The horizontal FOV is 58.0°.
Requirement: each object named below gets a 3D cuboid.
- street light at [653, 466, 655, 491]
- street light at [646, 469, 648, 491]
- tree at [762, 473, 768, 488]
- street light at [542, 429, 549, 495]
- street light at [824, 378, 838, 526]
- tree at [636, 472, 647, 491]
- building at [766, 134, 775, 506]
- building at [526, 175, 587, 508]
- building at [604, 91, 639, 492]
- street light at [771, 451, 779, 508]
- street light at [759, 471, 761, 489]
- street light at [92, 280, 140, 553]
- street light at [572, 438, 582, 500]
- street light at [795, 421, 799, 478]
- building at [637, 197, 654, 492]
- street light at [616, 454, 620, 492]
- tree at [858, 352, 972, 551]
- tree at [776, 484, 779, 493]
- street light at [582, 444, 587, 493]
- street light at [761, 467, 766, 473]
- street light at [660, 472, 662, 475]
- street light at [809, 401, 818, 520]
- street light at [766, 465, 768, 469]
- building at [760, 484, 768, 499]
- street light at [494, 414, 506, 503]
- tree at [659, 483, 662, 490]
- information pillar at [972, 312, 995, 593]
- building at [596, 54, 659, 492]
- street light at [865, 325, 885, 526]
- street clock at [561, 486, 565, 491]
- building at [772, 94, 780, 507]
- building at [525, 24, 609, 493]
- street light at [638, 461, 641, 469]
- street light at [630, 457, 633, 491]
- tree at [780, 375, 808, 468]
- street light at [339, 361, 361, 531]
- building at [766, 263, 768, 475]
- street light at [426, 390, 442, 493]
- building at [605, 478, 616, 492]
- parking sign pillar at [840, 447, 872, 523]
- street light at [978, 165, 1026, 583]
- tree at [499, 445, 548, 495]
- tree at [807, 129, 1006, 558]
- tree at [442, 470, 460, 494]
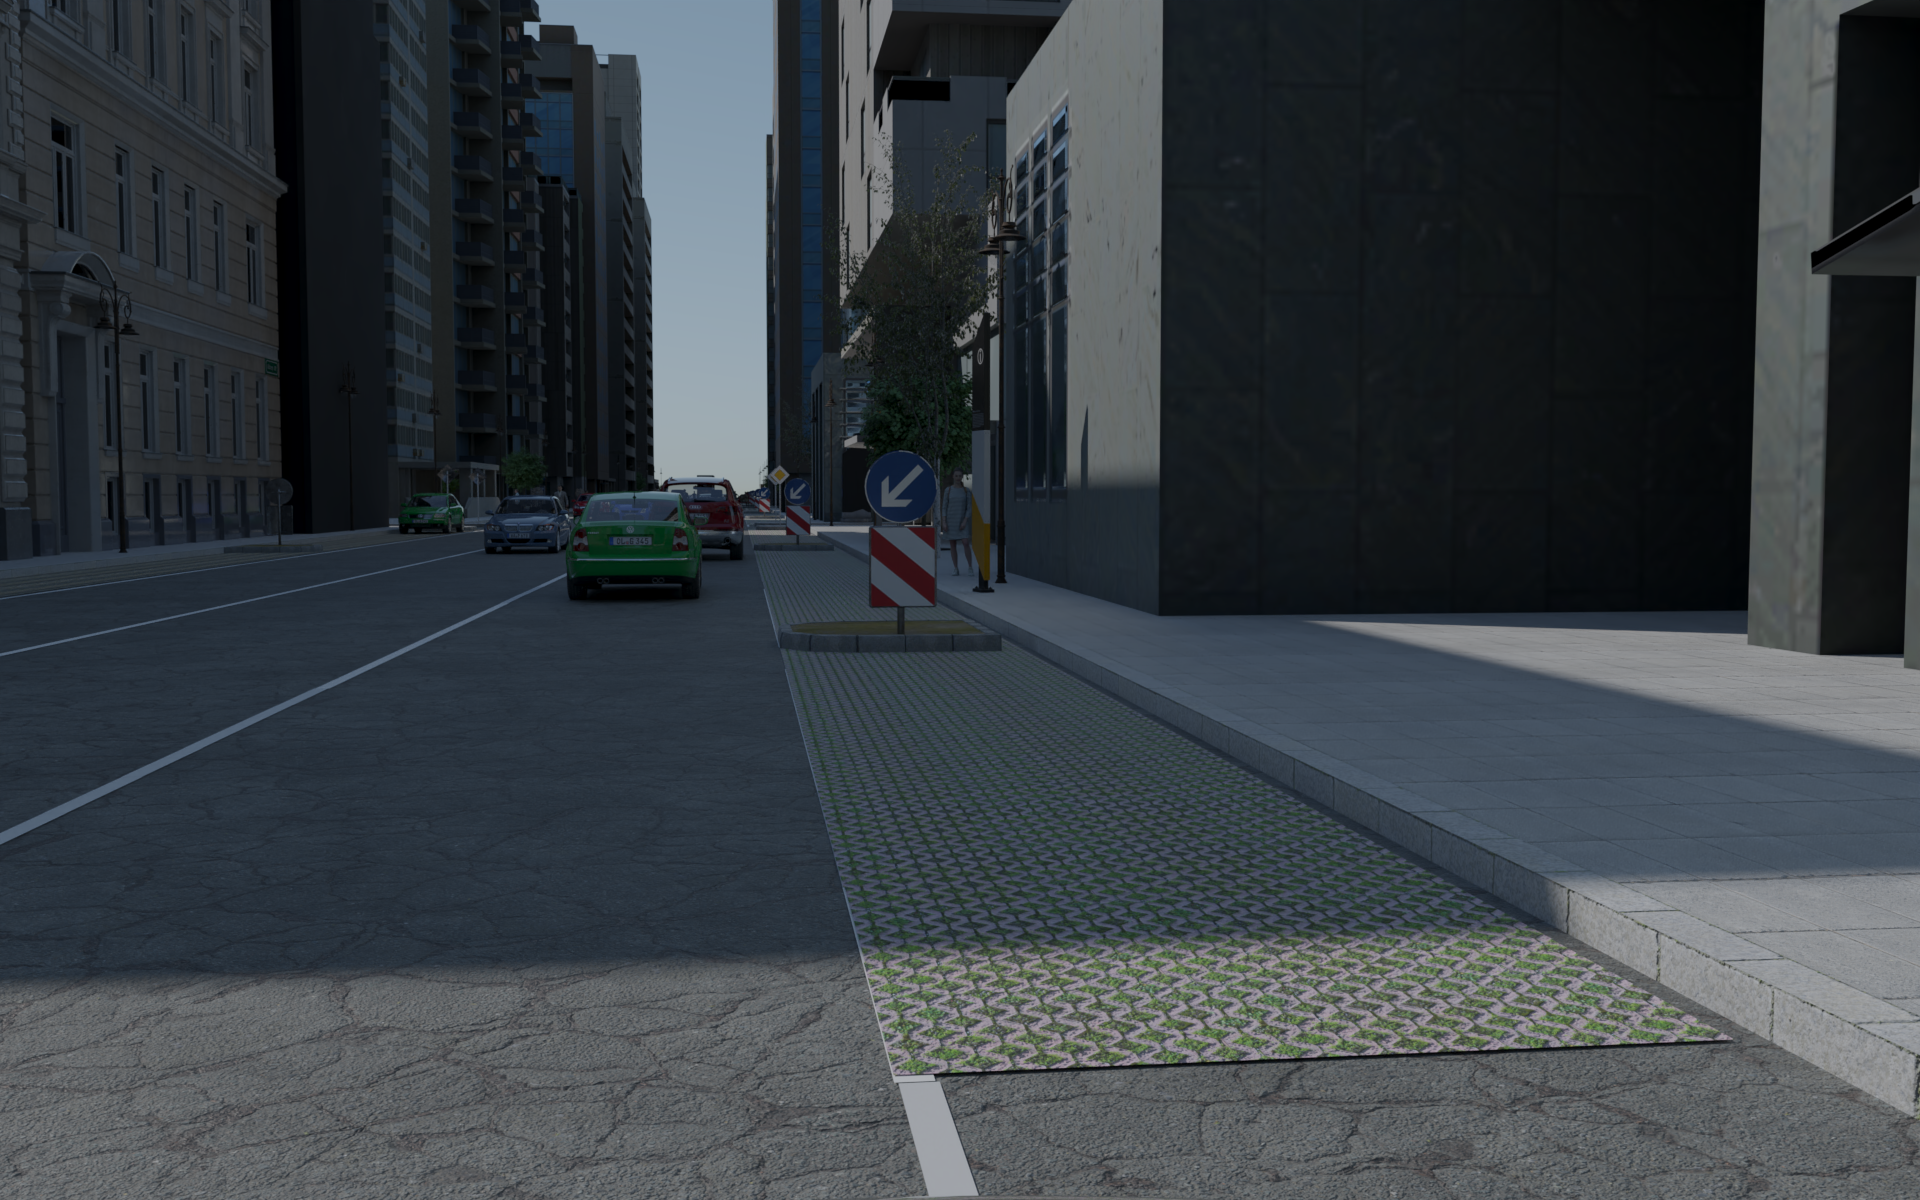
[{"bbox_3d":[-49.206,-18.717,278.816,0.468,5.910,1.993,0,4,-7],"label":"street light"},{"bbox_3d":[-46.297,-17.344,256.358,0.468,5.910,1.993,0,4,-7],"label":"street light"},{"bbox_3d":[-25.261,-15.391,235.363,4.285,4.588,4.351,0,3,0],"label":"tree"},{"bbox_3d":[-29.001,-9.079,121.233,0.468,5.910,1.993,0,4,-7],"label":"street light"},{"bbox_3d":[-5.146,-5.894,69.163,0.468,5.910,1.993,0,4,-7],"label":"street light"},{"bbox_3d":[-42.623,-14.854,226.578,4.285,4.588,4.351,0,3,0],"label":"tree"},{"bbox_3d":[-15.330,-31.620,200.580,14.154,41.232,14.086,0,4,-7],"label":"building"},{"bbox_3d":[-41.555,-23.501,155.940,14.160,30.474,14.107,0,4,-7],"label":"building"},{"bbox_3d":[-51.229,-35.949,211.460,21.300,48.544,21.600,0,4,-7],"label":"building"},{"bbox_3d":[-19.758,-12.881,183.387,0.468,5.910,1.993,0,4,-7],"label":"street light"},{"bbox_3d":[-30.065,-17.847,264.581,0.468,5.910,1.993,0,4,-7],"label":"street light"},{"bbox_3d":[-18.273,-3.966,37.639,0.468,5.910,1.993,0,4,-7],"label":"street light"},{"bbox_3d":[-31.841,-10.420,143.155,0.468,5.910,1.993,0,4,-7],"label":"street light"},{"bbox_3d":[-10.096,-8.271,108.019,0.468,5.910,1.993,0,4,-7],"label":"street light"},{"bbox_3d":[-58.505,-39.288,266.056,21.300,48.544,21.600,0,4,-7],"label":"building"},{"bbox_3d":[-38.618,-13.643,195.850,0.468,5.910,1.993,0,4,-7],"label":"street light"},{"bbox_3d":[-0.866,-3.415,39.551,4.285,4.588,4.351,0,3,0],"label":"tree"},{"bbox_3d":[-15.929,-9.826,155.251,1.663,3.219,1.824,0,3,0],"label":"tree"},{"bbox_3d":[-32.953,-10.961,152.004,0.468,5.910,1.993,0,4,-7],"label":"street light"},{"bbox_3d":[-27.295,-16.492,242.427,0.468,5.910,1.993,0,4,-7],"label":"street light"},{"bbox_3d":[-51.887,-20.059,300.759,0.468,5.910,1.993,0,4,-7],"label":"street light"},{"bbox_3d":[-7.139,-6.859,84.939,0.468,5.910,1.993,0,4,-7],"label":"street light"},{"bbox_3d":[-22.490,-14.244,205.671,0.468,5.910,1.993,0,4,-7],"label":"street light"},{"bbox_3d":[-18.603,-37.217,300.385,32.217,40.220,23.993,0,4,-7],"label":"building"},{"bbox_3d":[-26.158,-7.698,98.647,0.468,5.910,1.993,0,4,-7],"label":"street light"},{"bbox_3d":[-53.291,-19.233,309.054,1.663,3.219,1.824,0,3,0],"label":"tree"},{"bbox_3d":[0.280,-1.912,22.623,0.183,3.616,0.504,-1,4,-19],"label":"information pillar"},{"bbox_3d":[-60.677,-51.870,286.325,20.563,71.187,20.611,0,4,-7],"label":"building"},{"bbox_3d":[-2.312,-4.549,47.168,0.468,5.910,1.993,0,4,-7],"label":"street light"},{"bbox_3d":[-34.233,-8.834,149.002,0.471,2.002,0.358,1,4,23],"label":"street clock"},{"bbox_3d":[-8.811,-34.222,183.233,21.300,48.544,21.600,0,4,-7],"label":"building"},{"bbox_3d":[-42.159,-31.776,169.651,14.600,45.320,14.200,0,4,-7],"label":"building"},{"bbox_3d":[-43.353,-15.987,234.175,0.468,5.910,1.993,0,4,-7],"label":"street light"},{"bbox_3d":[-41.292,-14.985,217.793,0.468,5.910,1.993,0,4,-7],"label":"street light"},{"bbox_3d":[-8.693,-9.420,104.382,4.360,8.622,3.978,0,3,0],"label":"tree"},{"bbox_3d":[-21.213,-5.350,60.268,0.468,5.910,1.993,0,4,-7],"label":"street light"},{"bbox_3d":[-17.257,-38.422,251.894,21.300,48.544,21.600,0,4,-7],"label":"building"},{"bbox_3d":[-23.236,-6.358,76.736,0.468,5.910,1.993,0,4,-7],"label":"street light"},{"bbox_3d":[-54.397,-30.363,188.309,32.217,40.220,23.993,0,4,-7],"label":"building"},{"bbox_3d":[-4.685,-5.489,78.224,1.447,3.967,1.447,-1,4,-8],"label":"parking sign pillar"},{"bbox_3d":[0.592,-3.178,24.753,0.468,5.910,1.993,0,4,-7],"label":"street light"},{"bbox_3d":[-29.299,-8.100,116.153,4.285,4.588,4.351,0,3,0],"label":"tree"},{"bbox_3d":[-0.698,-5.133,34.294,4.360,8.622,3.978,0,3,0],"label":"tree"},{"bbox_3d":[-34.385,-7.458,116.533,1.663,3.219,1.824,0,3,0],"label":"tree"}]
